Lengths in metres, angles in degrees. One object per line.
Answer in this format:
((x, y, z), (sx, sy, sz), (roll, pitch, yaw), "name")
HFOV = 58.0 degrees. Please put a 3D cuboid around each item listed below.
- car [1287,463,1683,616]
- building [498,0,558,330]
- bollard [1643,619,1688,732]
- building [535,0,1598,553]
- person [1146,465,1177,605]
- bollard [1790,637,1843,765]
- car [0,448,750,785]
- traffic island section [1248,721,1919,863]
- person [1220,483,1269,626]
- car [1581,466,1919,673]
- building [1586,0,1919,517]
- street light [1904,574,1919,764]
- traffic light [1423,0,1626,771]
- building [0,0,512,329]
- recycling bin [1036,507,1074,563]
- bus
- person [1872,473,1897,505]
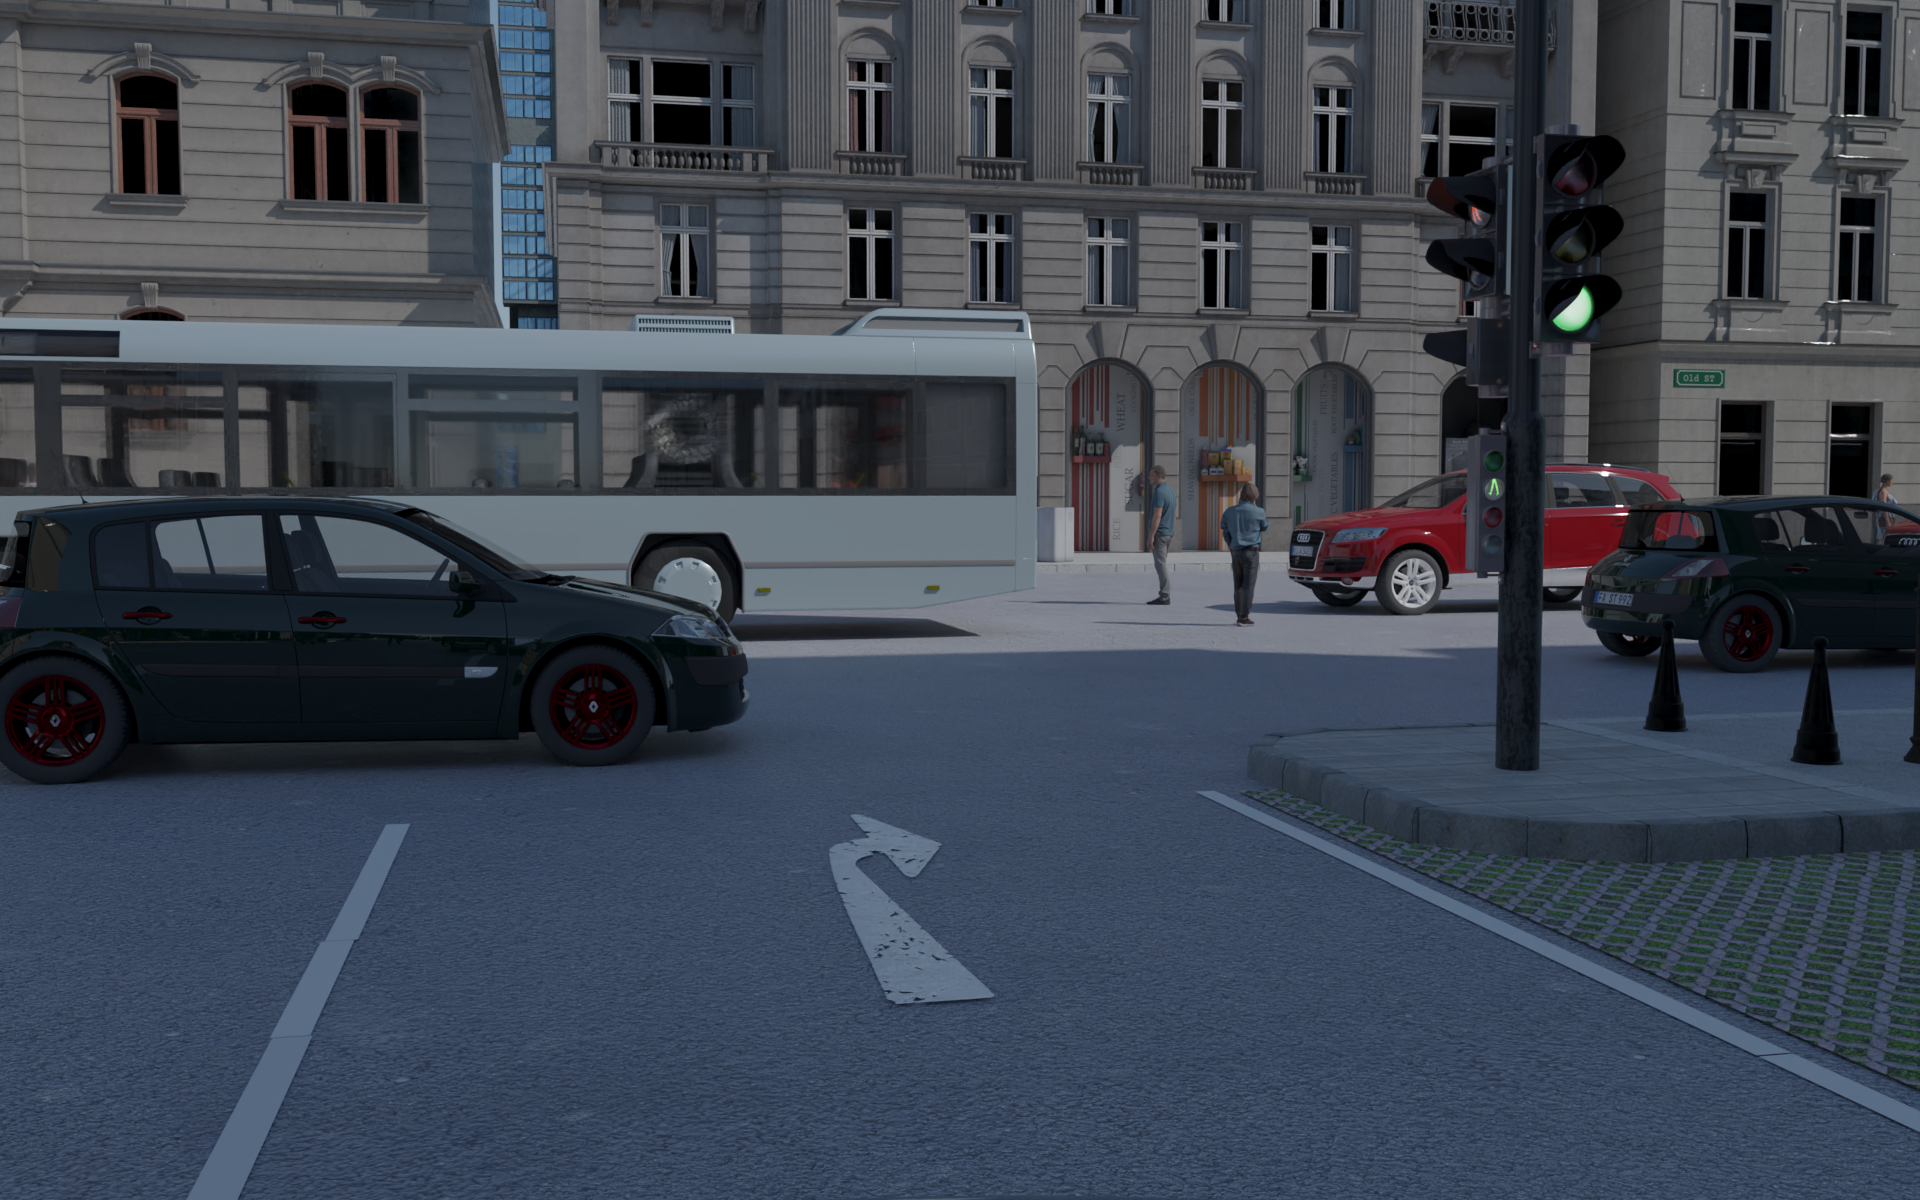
((6.678, -0.798, 21.724), (5.304, 1.827, 2.281), (-1, 4, -15), "car")
((-40.786, -54.237, 199.441), (31.000, 86.520, 22.319), (-1, 4, -13), "building")
((3.847, 0.405, 9.423), (0.229, 0.601, 0.229), (0, 3, 0), "bollard")
((1.908, -12.276, 42.507), (24.055, 21.916, 13.314), (-1, 4, -13), "building")
((2.583, -0.846, 22.452), (0.434, 1.807, 0.598), (3, 4, 38), "person")
((4.105, 0.475, 8.282), (0.229, 0.601, 0.229), (0, 3, 0), "bollard")
((-3.291, 0.012, 9.590), (4.222, 1.686, 2.009), (-1, 4, -13), "car")
((2.622, 0.865, 8.143), (2.009, 0.180, 2.903), (-1, 4, -13), "traffic island section")
((3.078, -0.494, 18.784), (0.429, 1.552, 0.499), (-2, 4, -35), "person")
((7.454, -0.313, 14.896), (4.222, 1.686, 2.009), (-1, 4, -12), "car")
((35.433, -16.863, 52.127), (44.131, 29.872, 17.030), (-1, 4, -13), "building")
((4.621, -2.161, 8.116), (0.468, 5.910, 1.993), (-1, 4, -13), "street light")
((0.562, -2.003, 7.412), (4.771, 5.953, 1.251), (-1, 4, -13), "traffic light")
((-22.157, -15.371, 38.701), (23.554, 28.519, 14.401), (-1, 4, -13), "building")
((1.685, -1.240, 32.823), (0.722, 1.027, 0.722), (2, 4, 35), "recycling bin")
((-5.958, -1.344, 16.830), (13.247, 3.499, 2.948), (-1, 4, -14), "bus")
((17.050, -1.433, 32.022), (0.778, 1.811, 0.616), (2, 4, 26), "person")
